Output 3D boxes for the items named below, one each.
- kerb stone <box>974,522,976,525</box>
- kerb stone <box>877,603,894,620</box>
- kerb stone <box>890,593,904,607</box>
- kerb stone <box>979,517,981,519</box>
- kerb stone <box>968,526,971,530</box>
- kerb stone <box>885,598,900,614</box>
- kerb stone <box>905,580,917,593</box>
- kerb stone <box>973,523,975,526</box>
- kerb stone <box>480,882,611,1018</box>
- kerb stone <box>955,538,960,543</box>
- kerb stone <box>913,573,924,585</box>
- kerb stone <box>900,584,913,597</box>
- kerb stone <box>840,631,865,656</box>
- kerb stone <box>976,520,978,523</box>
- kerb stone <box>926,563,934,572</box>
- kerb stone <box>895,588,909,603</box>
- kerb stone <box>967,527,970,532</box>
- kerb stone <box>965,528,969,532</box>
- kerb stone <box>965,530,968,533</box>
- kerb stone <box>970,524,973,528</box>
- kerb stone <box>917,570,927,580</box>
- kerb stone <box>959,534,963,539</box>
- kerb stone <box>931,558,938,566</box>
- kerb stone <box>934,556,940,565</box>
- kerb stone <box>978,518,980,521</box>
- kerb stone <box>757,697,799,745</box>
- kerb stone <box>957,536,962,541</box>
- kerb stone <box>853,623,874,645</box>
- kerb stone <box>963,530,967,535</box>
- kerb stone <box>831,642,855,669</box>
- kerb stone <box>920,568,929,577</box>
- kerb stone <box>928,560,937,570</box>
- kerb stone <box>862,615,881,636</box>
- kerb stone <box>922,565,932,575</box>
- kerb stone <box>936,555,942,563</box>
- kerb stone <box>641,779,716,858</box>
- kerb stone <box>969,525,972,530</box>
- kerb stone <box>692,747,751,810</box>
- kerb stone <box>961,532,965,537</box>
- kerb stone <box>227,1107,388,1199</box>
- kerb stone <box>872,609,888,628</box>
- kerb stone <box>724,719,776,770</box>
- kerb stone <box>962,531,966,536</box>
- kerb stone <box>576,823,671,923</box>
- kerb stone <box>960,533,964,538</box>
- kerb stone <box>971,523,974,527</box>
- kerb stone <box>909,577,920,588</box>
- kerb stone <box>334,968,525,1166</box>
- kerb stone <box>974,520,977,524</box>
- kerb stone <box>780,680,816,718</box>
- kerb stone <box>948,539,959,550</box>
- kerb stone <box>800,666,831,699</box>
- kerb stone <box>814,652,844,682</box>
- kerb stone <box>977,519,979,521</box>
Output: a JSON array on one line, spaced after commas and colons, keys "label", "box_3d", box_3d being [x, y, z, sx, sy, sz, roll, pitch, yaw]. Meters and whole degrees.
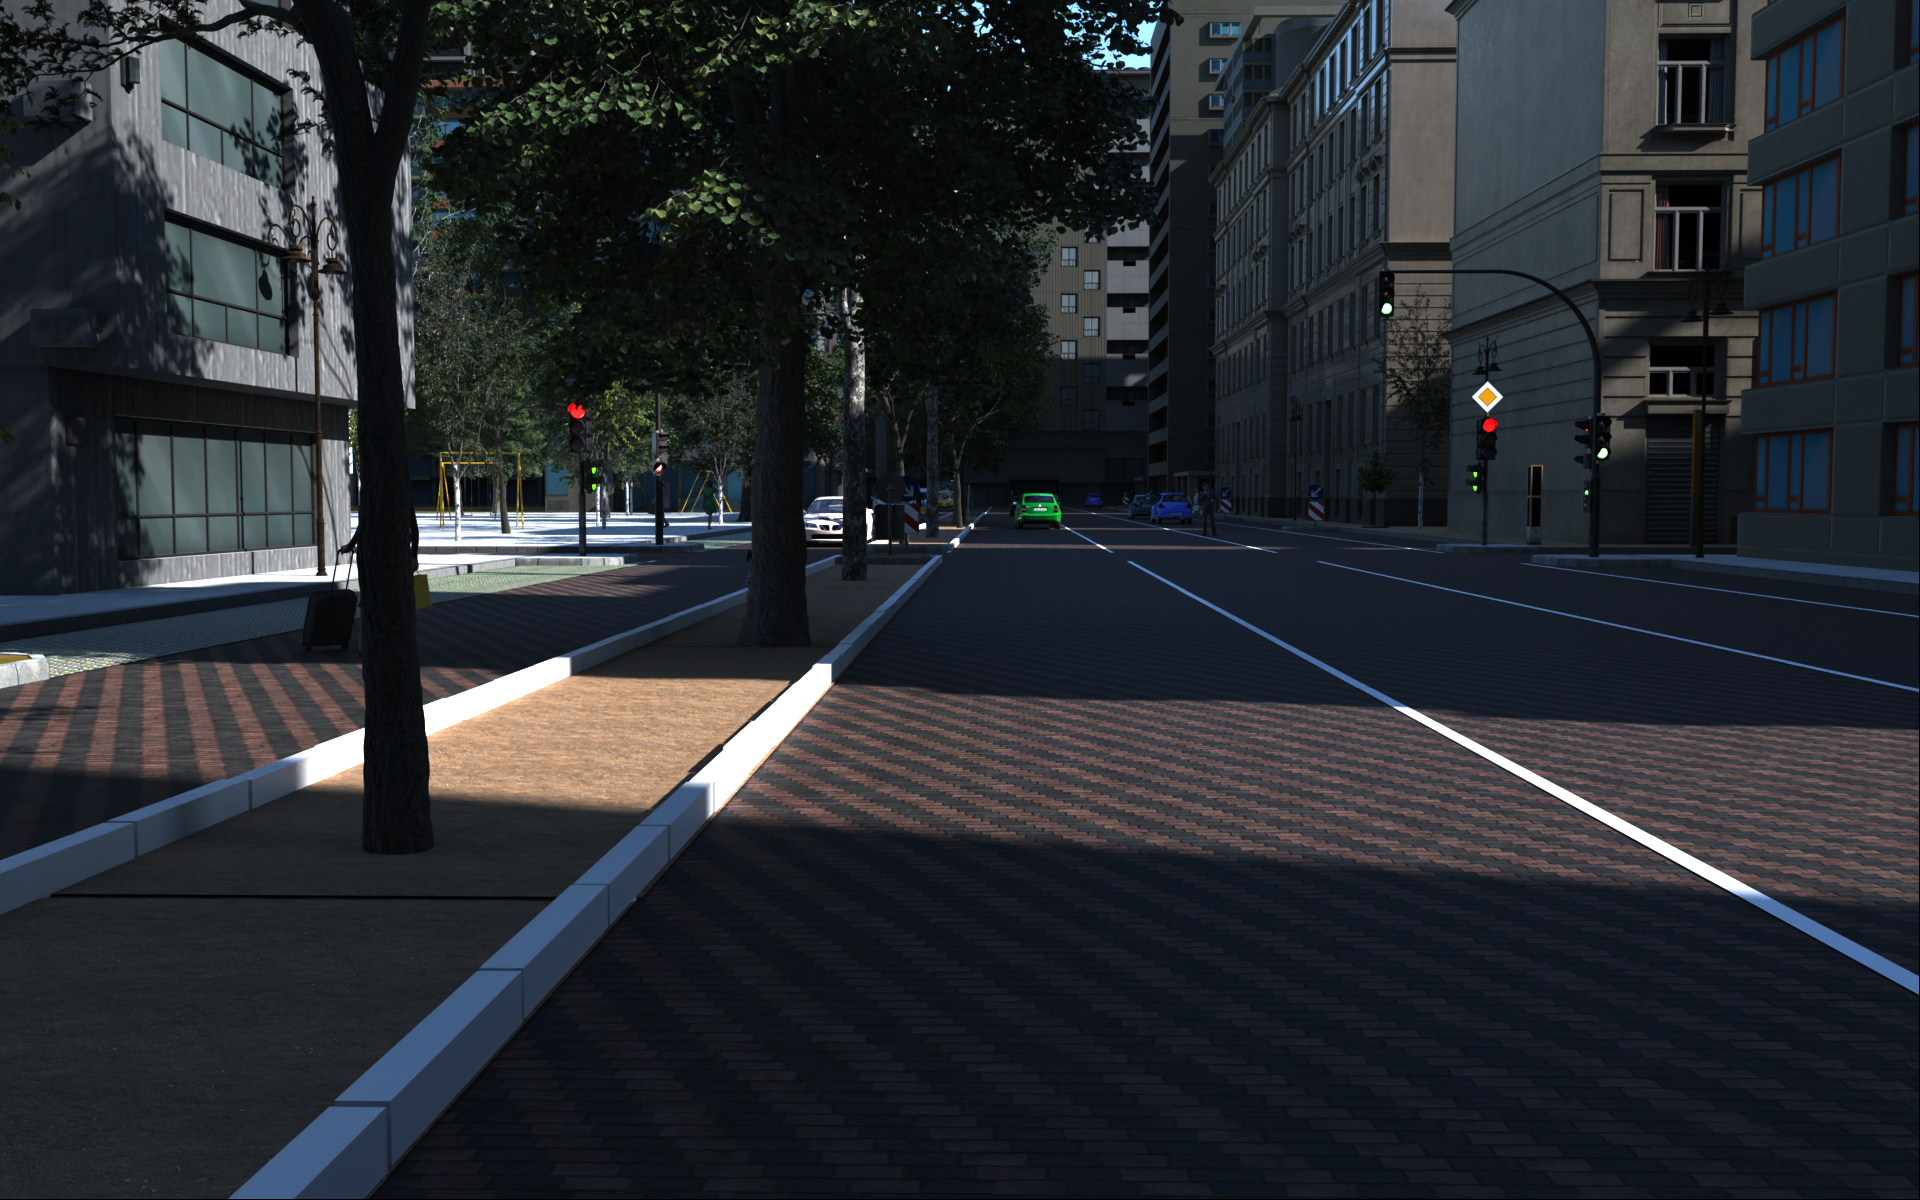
[{"label": "kerb stone", "box_3d": [0.484, -3.129, 73.348, 0.120, 0.150, 1.000, 0, 4, 1]}, {"label": "kerb stone", "box_3d": [-0.866, 0.165, 19.516, 0.120, 0.150, 1.000, 0, 4, 1]}, {"label": "kerb stone", "box_3d": [-0.816, 0.045, 21.567, 0.120, 0.150, 1.000, 0, 4, 1]}, {"label": "kerb stone", "box_3d": [0.853, -4.006, 87.685, 0.120, 0.150, 1.000, 0, 4, 1]}, {"label": "kerb stone", "box_3d": [0.230, -2.503, 63.111, 0.120, 0.150, 1.000, 0, 4, 1]}, {"label": "kerb stone", "box_3d": [-0.836, 0.106, 20.540, 0.120, 0.150, 1.000, 0, 4, 1]}, {"label": "kerb stone", "box_3d": [-0.736, -0.149, 24.636, 0.120, 0.150, 1.000, 0, 4, 1]}, {"label": "kerb stone", "box_3d": [0.418, -2.941, 70.281, 0.120, 0.150, 1.000, 0, 4, 1]}, {"label": "kerb stone", "box_3d": [-1.229, 1.040, 5.189, 0.120, 0.150, 1.000, 0, 4, 1]}, {"label": "kerb stone", "box_3d": [-0.153, -1.560, 47.729, 0.120, 0.150, 1.000, 0, 4, 1]}, {"label": "kerb stone", "box_3d": [-0.683, -0.274, 26.685, 0.120, 0.150, 1.000, 0, 4, 1]}, {"label": "kerb stone", "box_3d": [-0.762, -0.086, 23.612, 0.120, 0.150, 1.000, 0, 4, 1]}, {"label": "kerb stone", "box_3d": [-0.972, 0.416, 15.419, 0.120, 0.150, 1.000, 0, 4, 1]}, {"label": "kerb stone", "box_3d": [0.613, -3.437, 78.467, 0.120, 0.150, 1.000, 0, 4, 1]}, {"label": "kerb stone", "box_3d": [-0.588, -0.524, 30.785, 0.120, 0.150, 1.000, 0, 4, 1]}, {"label": "kerb stone", "box_3d": [-0.784, -0.024, 22.590, 0.120, 0.150, 1.000, 0, 4, 1]}, {"label": "kerb stone", "box_3d": [0.200, -2.439, 62.080, 0.120, 0.150, 1.000, 0, 4, 1]}, {"label": "kerb stone", "box_3d": [0.149, -2.314, 60.030, 0.120, 0.150, 1.000, 0, 4, 1]}, {"label": "kerb stone", "box_3d": [0.099, -2.189, 57.979, 0.120, 0.150, 1.000, 0, 4, 1]}, {"label": "kerb stone", "box_3d": [0.334, -2.753, 67.207, 0.120, 0.150, 1.000, 0, 4, 1]}, {"label": "kerb stone", "box_3d": [-0.659, -0.337, 27.707, 0.120, 0.150, 1.000, 0, 4, 1]}, {"label": "kerb stone", "box_3d": [-0.058, -1.811, 51.832, 0.120, 0.150, 1.000, 0, 4, 1]}, {"label": "kerb stone", "box_3d": [-0.535, -0.646, 32.828, 0.120, 0.150, 1.000, 0, 4, 1]}, {"label": "kerb stone", "box_3d": [-0.510, -0.713, 33.849, 0.120, 0.150, 1.000, 0, 4, 1]}, {"label": "kerb stone", "box_3d": [0.770, -3.810, 84.607, 0.120, 0.150, 1.000, 0, 4, 1]}, {"label": "kerb stone", "box_3d": [-1.090, 0.728, 10.300, 0.120, 0.150, 1.000, 0, 4, 1]}, {"label": "kerb stone", "box_3d": [-0.097, -1.684, 49.781, 0.120, 0.150, 1.000, 0, 4, 1]}, {"label": "kerb stone", "box_3d": [-0.943, 0.352, 16.450, 0.120, 0.150, 1.000, 0, 4, 1]}, {"label": "kerb stone", "box_3d": [0.077, -2.122, 56.957, 0.120, 0.150, 1.000, 0, 4, 1]}, {"label": "kerb stone", "box_3d": [-0.994, 0.484, 14.395, 0.120, 0.150, 1.000, 0, 4, 1]}, {"label": "kerb stone", "box_3d": [-0.639, -0.400, 28.736, 0.120, 0.150, 1.000, 0, 4, 1]}, {"label": "kerb stone", "box_3d": [-0.557, -0.588, 31.806, 0.120, 0.150, 1.000, 0, 4, 1]}, {"label": "kerb stone", "box_3d": [-0.916, 0.289, 17.472, 0.120, 0.150, 1.000, 0, 4, 1]}, {"label": "kerb stone", "box_3d": [-0.613, -0.462, 29.763, 0.120, 0.150, 1.000, 0, 4, 1]}, {"label": "kerb stone", "box_3d": [-0.479, -0.775, 34.871, 0.120, 0.150, 1.000, 0, 4, 1]}, {"label": "kerb stone", "box_3d": [-1.175, 0.917, 7.232, 0.120, 0.150, 1.000, 0, 4, 1]}, {"label": "kerb stone", "box_3d": [0.284, -2.628, 65.162, 0.120, 0.150, 1.000, 0, 4, 1]}, {"label": "kerb stone", "box_3d": [-1.144, 0.860, 8.254, 0.120, 0.150, 1.000, 0, 4, 1]}, {"label": "kerb stone", "box_3d": [-0.006, -1.938, 53.881, 0.120, 0.150, 1.000, 0, 4, 1]}, {"label": "kerb stone", "box_3d": [-1.273, 1.166, 3.129, 0.120, 0.150, 1.000, 0, 4, 1]}, {"label": "kerb stone", "box_3d": [-0.887, 0.233, 18.494, 0.120, 0.150, 1.000, 0, 4, 1]}, {"label": "kerb stone", "box_3d": [-1.128, 0.790, 9.276, 0.120, 0.150, 1.000, 0, 4, 1]}, {"label": "kerb stone", "box_3d": [0.051, -2.063, 55.931, 0.120, 0.150, 1.000, 0, 4, 1]}, {"label": "kerb stone", "box_3d": [-1.203, 0.980, 6.211, 0.120, 0.150, 1.000, 0, 4, 1]}, {"label": "kerb stone", "box_3d": [-0.030, -1.875, 52.859, 0.120, 0.150, 1.000, 0, 4, 1]}, {"label": "kerb stone", "box_3d": [0.395, -2.878, 69.256, 0.120, 0.150, 1.000, 0, 4, 1]}, {"label": "kerb stone", "box_3d": [-0.715, -0.205, 25.664, 0.120, 0.150, 1.000, 0, 4, 1]}, {"label": "kerb stone", "box_3d": [-1.251, 1.103, 4.163, 0.120, 0.150, 1.000, 0, 4, 1]}, {"label": "kerb stone", "box_3d": [0.568, -3.317, 76.423, 0.120, 0.150, 1.000, 0, 4, 1]}, {"label": "kerb stone", "box_3d": [-1.069, 0.665, 11.322, 0.120, 0.150, 1.000, 0, 4, 1]}, {"label": "kerb stone", "box_3d": [-0.177, -1.499, 46.707, 0.120, 0.150, 1.000, 0, 4, 1]}, {"label": "kerb stone", "box_3d": [-1.046, 0.611, 12.344, 0.120, 0.150, 1.000, 0, 4, 1]}, {"label": "kerb stone", "box_3d": [-1.025, 0.541, 13.370, 0.120, 0.150, 1.000, 0, 4, 1]}, {"label": "kerb stone", "box_3d": [0.686, -3.622, 81.536, 0.120, 0.150, 1.000, 0, 4, 1]}]
